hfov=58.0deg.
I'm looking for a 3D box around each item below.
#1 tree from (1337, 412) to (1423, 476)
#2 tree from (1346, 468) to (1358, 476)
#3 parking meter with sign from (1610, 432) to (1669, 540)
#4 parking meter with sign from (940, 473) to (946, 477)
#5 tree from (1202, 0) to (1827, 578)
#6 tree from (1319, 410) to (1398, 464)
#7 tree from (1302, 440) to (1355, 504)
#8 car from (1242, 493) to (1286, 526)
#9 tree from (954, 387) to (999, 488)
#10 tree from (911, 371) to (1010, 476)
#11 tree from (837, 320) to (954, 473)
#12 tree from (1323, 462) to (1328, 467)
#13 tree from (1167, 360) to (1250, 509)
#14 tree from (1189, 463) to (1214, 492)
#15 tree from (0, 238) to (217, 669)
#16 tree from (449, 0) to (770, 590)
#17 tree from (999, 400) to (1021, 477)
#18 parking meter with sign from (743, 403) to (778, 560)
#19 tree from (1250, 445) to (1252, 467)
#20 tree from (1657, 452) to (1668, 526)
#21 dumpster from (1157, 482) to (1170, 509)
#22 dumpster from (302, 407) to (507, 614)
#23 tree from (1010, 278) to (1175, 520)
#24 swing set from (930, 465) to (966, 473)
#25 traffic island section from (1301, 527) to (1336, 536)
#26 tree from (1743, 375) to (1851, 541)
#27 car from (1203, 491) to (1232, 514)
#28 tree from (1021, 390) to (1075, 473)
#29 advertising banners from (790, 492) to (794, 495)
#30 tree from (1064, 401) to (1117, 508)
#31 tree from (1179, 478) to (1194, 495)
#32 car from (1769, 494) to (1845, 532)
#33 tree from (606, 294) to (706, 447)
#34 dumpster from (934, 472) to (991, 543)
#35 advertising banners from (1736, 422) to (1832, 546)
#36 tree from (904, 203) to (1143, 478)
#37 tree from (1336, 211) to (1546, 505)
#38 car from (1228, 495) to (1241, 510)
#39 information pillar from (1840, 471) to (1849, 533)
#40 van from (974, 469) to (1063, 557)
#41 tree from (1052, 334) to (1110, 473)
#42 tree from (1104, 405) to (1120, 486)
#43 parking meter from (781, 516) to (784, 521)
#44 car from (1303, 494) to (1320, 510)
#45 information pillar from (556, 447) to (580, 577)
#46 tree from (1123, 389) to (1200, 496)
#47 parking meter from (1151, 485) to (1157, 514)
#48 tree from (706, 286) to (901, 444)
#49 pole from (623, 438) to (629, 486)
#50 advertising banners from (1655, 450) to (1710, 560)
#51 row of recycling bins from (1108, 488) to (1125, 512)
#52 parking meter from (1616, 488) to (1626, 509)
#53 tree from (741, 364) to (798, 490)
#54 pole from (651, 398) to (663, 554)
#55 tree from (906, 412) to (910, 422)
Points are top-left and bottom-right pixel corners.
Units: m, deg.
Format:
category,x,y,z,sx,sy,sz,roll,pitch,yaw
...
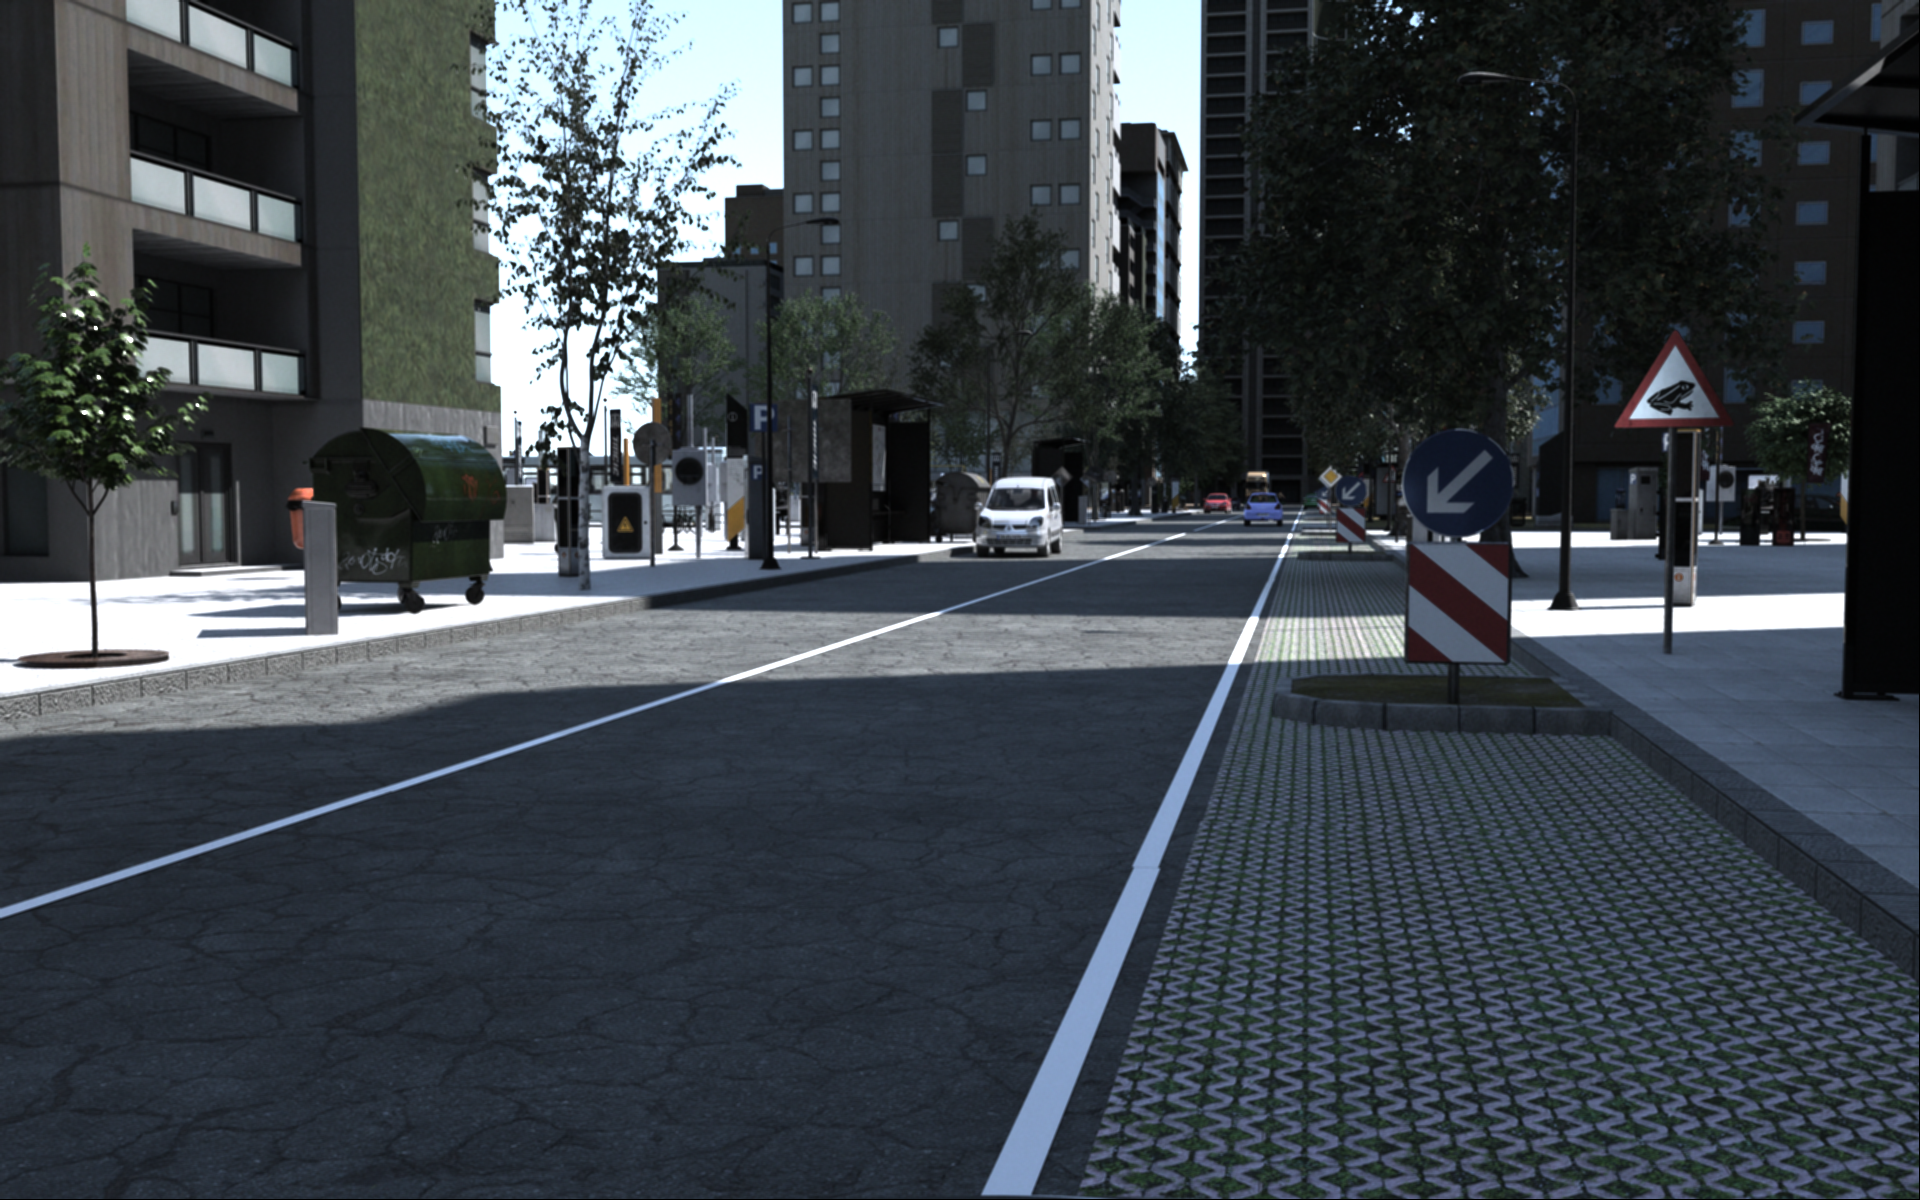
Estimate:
category,x,y,z,sx,sy,sz,roll,pitch,yaw
tree,19.012,-7.535,73.553,4.360,8.622,3.978,0,3,0
tree,29.006,-8.158,127.981,1.663,3.219,1.824,0,3,0
parking meter with sign,19.233,-3.214,48.808,1.738,3.016,0.543,-1,4,-13
parking meter with sign,-0.824,-9.028,143.874,0.543,3.016,1.738,3,5,44
tree,8.179,-6.699,26.530,9.611,12.733,9.660,0,3,0
tree,26.036,-10.804,111.058,7.601,10.594,8.767,2,4,26
tree,46.500,-18.263,216.721,7.486,12.596,7.792,0,3,0
car,13.735,-4.203,78.308,1.945,1.707,3.694,1,4,11
tree,-0.512,-9.626,107.742,4.360,8.622,3.978,0,3,0
tree,0.507,-9.276,102.021,4.737,8.622,4.395,0,3,0
tree,-3.292,-7.578,74.257,4.360,8.622,3.978,0,3,0
tree,24.321,-9.366,103.494,4.737,8.622,4.395,0,3,0
tree,20.088,-13.966,146.478,7.486,12.596,7.792,0,3,0
tree,21.756,-10.770,159.797,4.285,4.588,4.351,0,3,0
tree,-6.519,-1.140,13.239,1.663,3.219,1.824,0,3,0
tree,-4.906,-4.453,23.164,4.360,8.622,3.978,0,3,0
tree,3.832,-11.059,131.178,4.360,8.622,3.978,0,3,0
parking meter with sign,-3.997,-2.321,34.207,0.543,3.016,1.738,-1,4,-15
tree,27.435,-16.468,187.380,7.486,12.596,7.792,0,3,0
tree,28.477,-4.578,69.446,1.663,3.219,1.824,0,3,0
dumpster,15.690,-8.006,133.388,1.502,2.255,1.985,1,4,11
dumpster,-6.192,-1.032,19.370,1.502,2.255,1.985,1,4,11
tree,6.468,-9.731,84.862,9.928,11.665,9.643,0,3,0
swing set,-0.961,-5.948,94.874,3.119,2.851,2.862,1,4,23
traffic island section,12.865,-2.312,60.080,2.009,0.180,2.903,1,4,11
tree,23.452,-3.926,47.906,4.285,4.588,4.351,0,3,0
car,19.167,-7.325,128.804,2.155,1.783,4.494,1,4,13
tree,6.882,-10.692,125.181,4.360,8.622,3.978,0,3,0
advertising banners,-13.433,-8.406,133.620,0.090,3.025,2.074,2,4,35
tree,9.938,-10.998,130.184,4.737,8.622,4.395,0,3,0
tree,17.639,-8.806,138.587,1.663,3.219,1.824,0,3,0
car,30.144,-3.110,60.638,4.222,1.686,2.009,1,4,13
tree,-14.633,-9.991,89.109,9.928,11.665,9.643,0,3,0
dumpster,0.062,-2.473,46.193,1.264,1.857,1.865,1,4,11
advertising banners,20.338,-2.850,42.781,2.074,3.025,0.090,2,4,30
tree,1.542,-7.425,55.804,7.601,10.594,8.767,3,5,40
tree,12.268,-5.648,42.709,4.737,8.622,4.395,0,3,0
car,24.604,-8.854,157.345,1.945,1.354,3.894,1,4,11
information pillar,29.133,-4.007,56.877,0.183,3.616,0.504,0,4,-7
van,1.424,-2.058,40.666,2.013,2.044,4.112,1,4,9
tree,10.180,-11.287,101.557,9.611,12.733,9.660,0,3,0
tree,11.972,-11.539,139.031,4.360,8.622,3.978,0,3,0
parking meter,-8.222,-4.455,81.243,0.372,1.533,0.369,0,3,0
car,32.244,-9.113,157.799,1.959,1.807,4.718,1,4,13
information pillar,-6.054,-1.374,26.954,0.304,2.012,0.304,3,5,40
tree,14.231,-10.298,118.736,4.360,8.622,3.978,0,3,0
parking meter,12.796,-6.627,114.067,0.255,1.863,0.399,2,4,35
tree,-6.976,-9.779,85.648,9.928,11.665,9.643,0,3,0
pole,-12.116,-4.226,62.932,0.158,3.312,0.155,0,3,0
advertising banners,14.353,-2.327,34.234,2.074,3.025,0.090,-3,5,-39
row of recycling bins,10.925,-7.191,124.690,1.069,1.692,3.534,2,4,26
parking meter,27.767,-3.939,72.816,0.372,1.533,0.369,0,3,0
tree,-10.416,-9.034,98.074,4.737,8.622,4.395,0,3,0
pole,-6.449,-2.631,36.864,0.158,3.312,0.155,0,3,0
tree,-3.137,-11.310,135.281,4.737,8.622,4.395,0,3,0
